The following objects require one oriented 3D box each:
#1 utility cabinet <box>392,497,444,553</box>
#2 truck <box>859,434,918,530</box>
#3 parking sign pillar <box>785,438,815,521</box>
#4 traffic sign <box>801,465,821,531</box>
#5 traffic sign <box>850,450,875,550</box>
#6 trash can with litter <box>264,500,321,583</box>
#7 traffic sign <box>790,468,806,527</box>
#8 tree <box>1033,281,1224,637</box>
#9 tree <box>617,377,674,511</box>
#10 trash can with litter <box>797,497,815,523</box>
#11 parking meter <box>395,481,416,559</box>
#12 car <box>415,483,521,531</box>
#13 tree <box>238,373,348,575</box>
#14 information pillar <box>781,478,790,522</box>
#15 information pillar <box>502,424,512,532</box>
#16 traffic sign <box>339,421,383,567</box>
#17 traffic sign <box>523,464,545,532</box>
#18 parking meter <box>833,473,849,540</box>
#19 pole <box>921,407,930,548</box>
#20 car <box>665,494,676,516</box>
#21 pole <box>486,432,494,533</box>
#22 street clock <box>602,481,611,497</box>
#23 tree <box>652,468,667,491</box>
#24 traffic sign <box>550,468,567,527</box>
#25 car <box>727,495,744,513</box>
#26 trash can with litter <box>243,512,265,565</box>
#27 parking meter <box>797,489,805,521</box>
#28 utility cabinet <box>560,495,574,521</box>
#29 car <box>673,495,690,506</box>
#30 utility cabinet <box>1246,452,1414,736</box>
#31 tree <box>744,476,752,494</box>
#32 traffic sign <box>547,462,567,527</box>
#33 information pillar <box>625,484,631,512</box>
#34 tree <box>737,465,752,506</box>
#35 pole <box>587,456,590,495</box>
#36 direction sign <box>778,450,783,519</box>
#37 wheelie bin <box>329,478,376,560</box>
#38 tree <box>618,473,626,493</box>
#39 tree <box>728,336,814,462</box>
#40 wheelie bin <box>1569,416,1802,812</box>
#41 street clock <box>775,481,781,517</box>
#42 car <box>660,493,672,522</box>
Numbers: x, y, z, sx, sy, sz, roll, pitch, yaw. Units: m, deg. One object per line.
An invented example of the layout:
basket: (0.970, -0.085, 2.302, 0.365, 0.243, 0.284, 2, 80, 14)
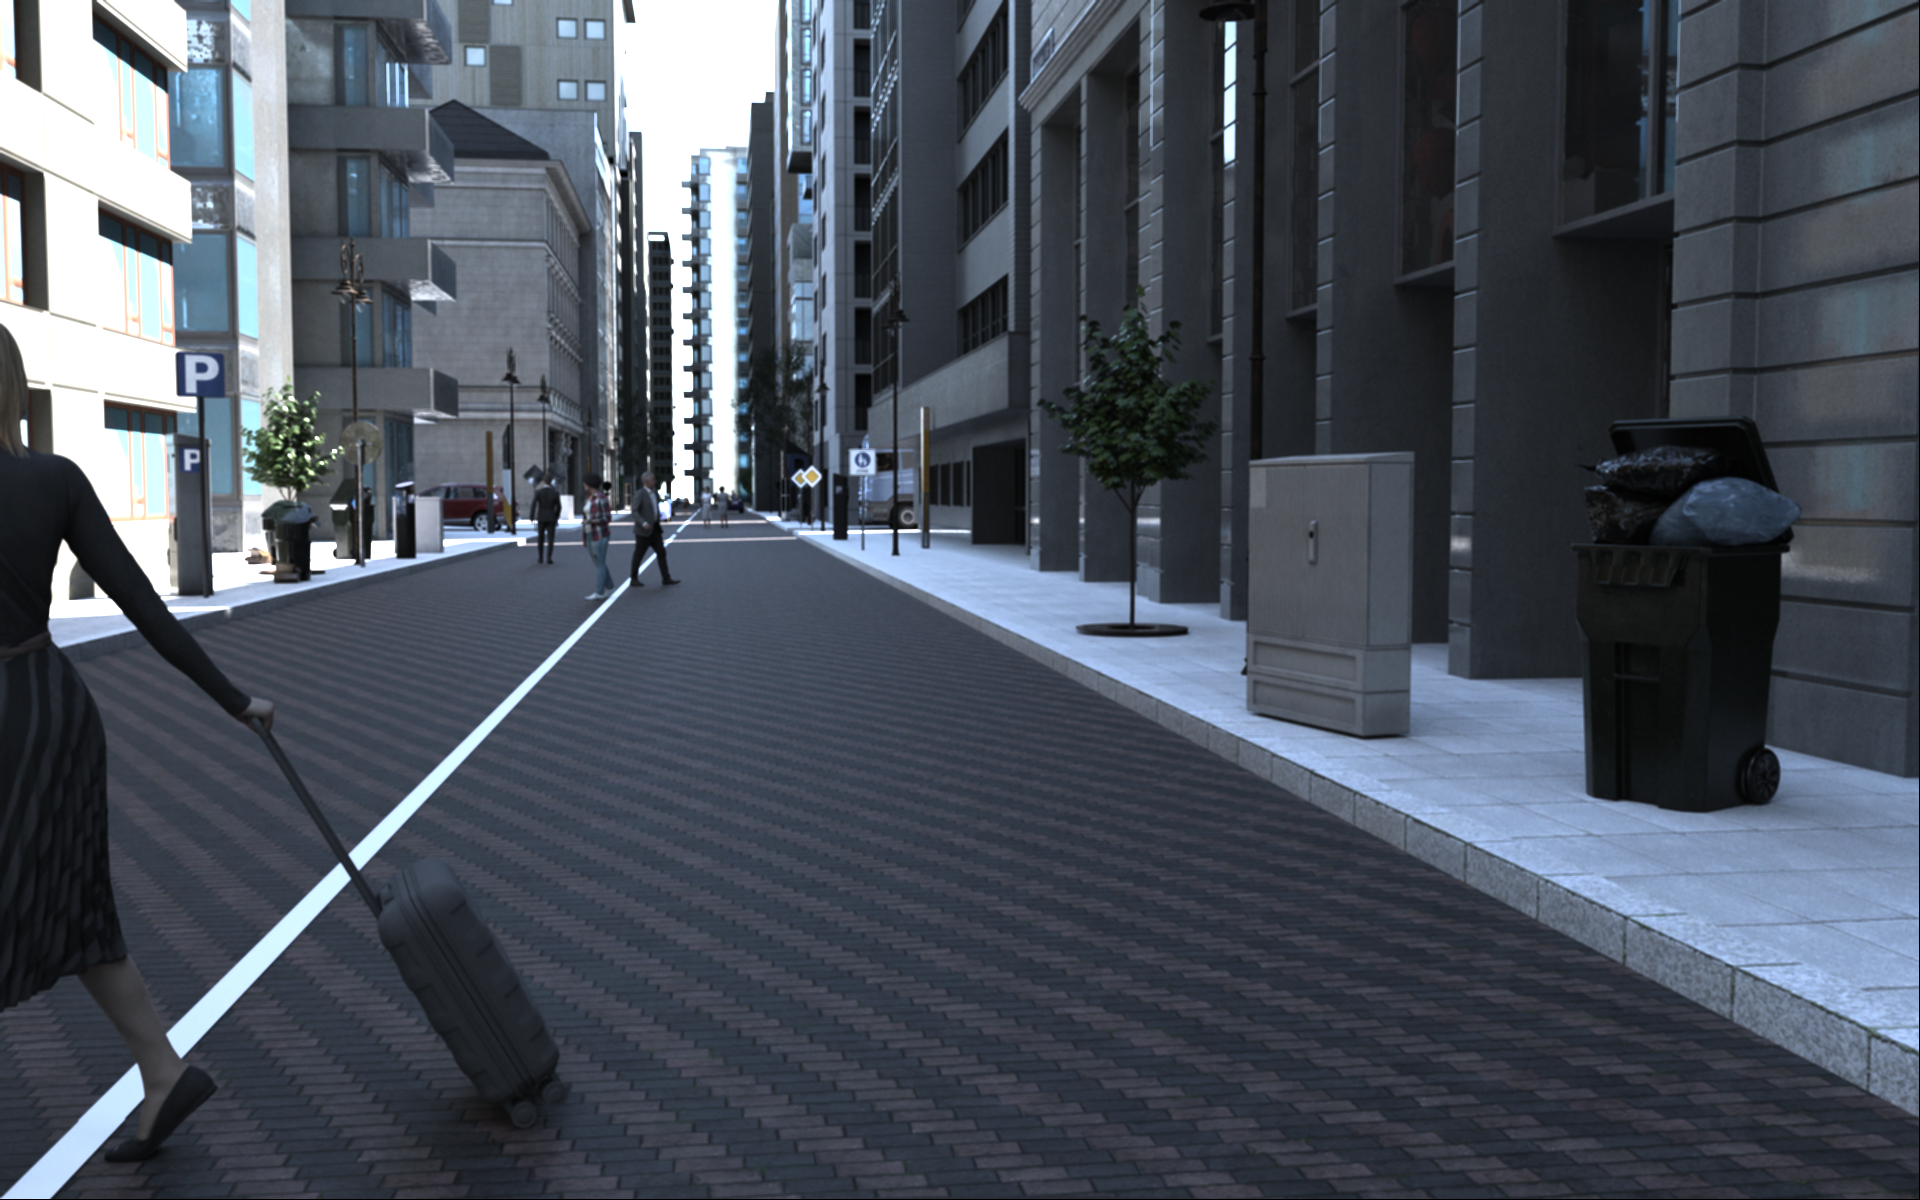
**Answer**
utility cabinet: (-11.784, -1.623, 37.690, 1.020, 1.237, 0.306, 0, 4, -5)
truck: (4.876, -4.671, 66.131, 18.799, 4.110, 2.967, -1, 4, -9)
parking sign pillar: (-7.745, -5.815, 83.543, 1.447, 3.967, 1.447, -1, 4, -15)
traffic sign: (-5.106, -3.436, 59.815, 0.795, 2.450, 0.064, 0, 4, -8)
traffic sign: (-2.217, -2.285, 39.488, 0.606, 2.300, 0.079, 0, 4, -2)
trash can with litter: (-9.728, -0.853, 25.339, 0.624, 1.170, 1.055, -1, 4, -14)
traffic sign: (-6.225, -3.919, 67.722, 0.795, 2.450, 0.064, 0, 4, -8)
tree: (1.624, -1.296, 15.797, 1.663, 3.219, 1.824, 0, 3, 0)
tree: (-25.881, -12.042, 131.300, 8.767, 10.594, 7.601, 0, 4, -8)
trash can with litter: (-6.833, -4.035, 77.362, 0.624, 1.170, 1.055, -3, 4, -38)
parking meter: (-11.060, -1.598, 34.543, 0.372, 1.533, 0.369, 0, 3, 0)
car: (-18.589, -3.293, 62.515, 5.304, 1.827, 2.281, 0, 4, -7)
tree: (-10.648, -2.032, 27.818, 1.663, 3.219, 1.824, 0, 3, 0)
information pillar: (-8.142, -4.668, 80.816, 0.304, 2.012, 0.304, 2, 4, 34)
information pillar: (-15.204, -4.085, 58.144, 0.183, 3.616, 0.504, -3, 4, -37)
traffic sign: (-10.480, -1.847, 30.310, 0.768, 2.556, 0.104, 0, 4, 1)
traffic sign: (-14.362, -3.357, 58.531, 0.795, 2.450, 0.064, 0, 4, -8)
parking meter: (-3.343, -2.624, 48.617, 0.399, 1.863, 0.255, 1, 4, 15)
pole: (-0.818, -2.875, 40.845, 0.158, 3.312, 0.155, 0, 3, 0)
car: (-19.830, -6.287, 114.588, 2.131, 1.459, 4.920, 0, 4, -7)
pole: (-15.361, -3.839, 56.613, 0.158, 3.312, 0.155, 0, 3, 0)
street clock: (-20.222, -5.791, 99.248, 0.471, 2.002, 0.358, -2, 4, -24)
tree: (-38.310, -14.285, 217.273, 4.285, 4.588, 4.351, 0, 3, 0)
traffic sign: (-15.481, -3.841, 66.437, 0.795, 2.450, 0.064, 0, 4, -8)
car: (-17.158, -7.191, 130.148, 1.945, 1.354, 3.894, -1, 4, -9)
trash can with litter: (-12.576, -1.243, 31.708, 0.624, 1.170, 1.055, 1, 4, 17)
parking meter: (-7.497, -4.487, 81.776, 0.372, 1.533, 0.369, 0, 3, 0)
utility cabinet: (-18.604, -4.333, 82.005, 0.306, 1.237, 1.020, -2, 4, -34)
car: (-32.380, -11.574, 201.813, 1.945, 1.354, 3.894, 0, 4, -7)
utility cabinet: (2.012, -0.055, 9.571, 0.318, 1.500, 1.173, -1, 4, -21)
tree: (-22.126, -11.581, 183.949, 1.663, 3.219, 1.824, 0, 3, 0)
traffic sign: (-15.817, -4.155, 68.041, 0.768, 2.556, 0.104, 0, 4, -4)
information pillar: (-23.549, -7.231, 122.716, 0.304, 2.012, 0.304, 3, 5, 44)
tree: (-23.078, -12.737, 191.971, 4.285, 4.588, 4.351, 0, 3, 0)
pole: (-20.090, -6.116, 93.848, 0.158, 3.312, 0.155, 0, 3, 0)
direction sign: (-9.190, -5.955, 89.368, 0.379, 3.537, 0.876, 0, 4, 0)
wheelie bin: (-11.943, -1.601, 34.078, 0.980, 1.594, 0.693, 3, 4, 38)
tree: (-26.936, -8.680, 136.524, 1.663, 3.219, 1.824, 0, 3, 0)
tree: (-9.677, -10.215, 101.433, 8.767, 10.594, 7.601, 0, 4, 4)
wheelie bin: (3.007, 0.042, 7.220, 0.693, 1.594, 0.980, -3, 4, -36)
street clock: (-10.022, -5.624, 96.517, 0.471, 2.002, 0.358, 0, 4, 8)
car: (-15.664, -4.819, 88.386, 1.945, 1.707, 3.694, 0, 4, -7)
